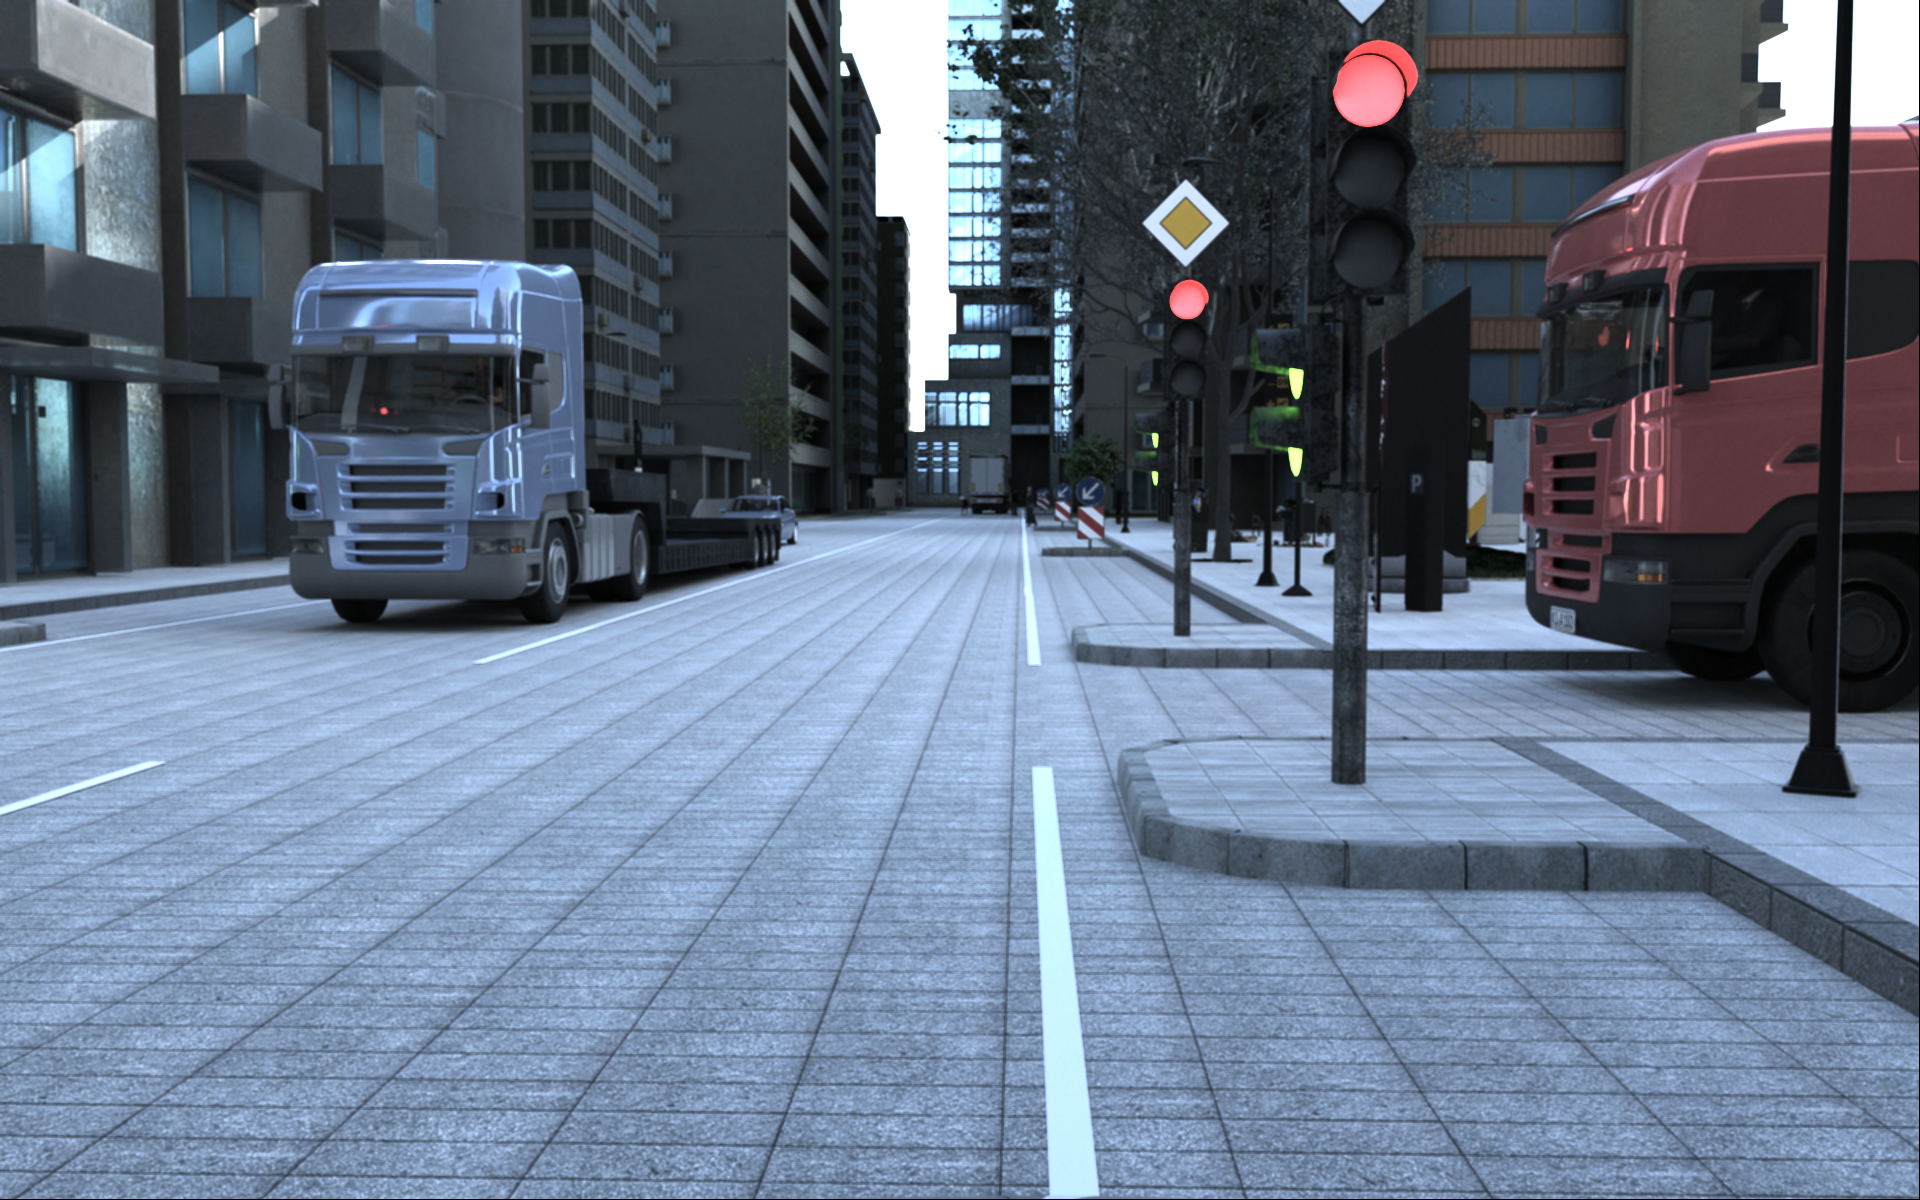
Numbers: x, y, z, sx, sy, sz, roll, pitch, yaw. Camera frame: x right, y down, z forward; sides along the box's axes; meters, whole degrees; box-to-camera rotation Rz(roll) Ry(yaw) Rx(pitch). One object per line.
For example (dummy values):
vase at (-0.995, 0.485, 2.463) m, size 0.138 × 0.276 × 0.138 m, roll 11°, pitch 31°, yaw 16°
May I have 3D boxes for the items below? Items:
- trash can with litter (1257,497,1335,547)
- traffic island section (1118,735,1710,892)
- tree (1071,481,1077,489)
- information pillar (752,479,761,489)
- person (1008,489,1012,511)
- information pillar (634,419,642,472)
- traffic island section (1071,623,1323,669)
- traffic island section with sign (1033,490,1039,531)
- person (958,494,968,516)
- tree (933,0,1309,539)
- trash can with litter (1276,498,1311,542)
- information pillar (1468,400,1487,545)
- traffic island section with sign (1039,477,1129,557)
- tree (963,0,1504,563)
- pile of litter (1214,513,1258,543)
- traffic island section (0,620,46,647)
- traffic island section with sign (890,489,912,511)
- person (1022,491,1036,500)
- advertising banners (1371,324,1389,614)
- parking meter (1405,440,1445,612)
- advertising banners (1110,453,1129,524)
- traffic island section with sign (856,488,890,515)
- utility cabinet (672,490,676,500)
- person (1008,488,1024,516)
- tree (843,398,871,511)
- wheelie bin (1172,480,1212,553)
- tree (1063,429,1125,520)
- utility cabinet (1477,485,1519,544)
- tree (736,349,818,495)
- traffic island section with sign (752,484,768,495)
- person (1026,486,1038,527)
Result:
trash can with litter at (8.272, -1.917, 42.405) m, size 1.678 × 1.210 × 2.233 m, roll -2°, pitch 4°, yaw -35°
traffic island section at (1.752, 0.891, 7.717) m, size 2.009 × 0.180 × 2.903 m, roll 0°, pitch 4°, yaw 2°
tree at (6.705, -6.042, 93.396) m, size 1.663 × 3.219 × 1.824 m, roll 0°, pitch 3°, yaw 0°
information pillar at (-9.713, -4.783, 82.692) m, size 0.304 × 2.012 × 0.304 m, roll 2°, pitch 4°, yaw 35°
person at (4.326, -8.526, 147.899) m, size 0.705 × 1.824 × 1.348 m, roll -1°, pitch 4°, yaw -16°
information pillar at (-10.079, -3.848, 54.276) m, size 0.183 × 3.616 × 0.504 m, roll 0°, pitch 4°, yaw 7°
traffic island section at (2.034, 0.403, 15.697) m, size 2.009 × 0.180 × 2.903 m, roll 0°, pitch 4°, yaw 2°
traffic island section with sign at (3.871, -3.595, 67.402) m, size 1.989 × 1.847 × 2.006 m, roll 0°, pitch 4°, yaw 2°
person at (0.181, -6.283, 114.423) m, size 0.799 × 1.438 × 0.628 m, roll 1°, pitch 4°, yaw 17°
tree at (5.477, -11.759, 48.154) m, size 12.611 × 20.169 × 13.585 m, roll 0°, pitch 3°, yaw 0°
trash can with litter at (9.002, -2.157, 46.647) m, size 0.624 × 1.170 × 1.055 m, roll 3°, pitch 4°, yaw 37°
information pillar at (12.867, -3.166, 43.113) m, size 0.504 × 3.616 × 0.183 m, roll -1°, pitch 4°, yaw -23°
traffic island section with sign at (2.912, -1.947, 40.463) m, size 1.989 × 1.847 × 2.006 m, roll 0°, pitch 4°, yaw 2°
tree at (5.081, -7.468, 32.465) m, size 12.009 × 13.543 × 11.850 m, roll 0°, pitch 3°, yaw 0°
pile of litter at (7.409, -1.990, 46.500) m, size 1.176 × 0.858 × 1.719 m, roll 1°, pitch 4°, yaw 11°
traffic island section at (-9.999, 0.376, 16.126) m, size 2.009 × 0.180 × 2.903 m, roll 0°, pitch 4°, yaw 2°
traffic island section with sign at (-5.089, -8.368, 145.437) m, size 1.989 × 1.847 × 2.006 m, roll 0°, pitch 4°, yaw 2°
person at (5.943, -8.614, 149.426) m, size 1.348 × 1.812 × 0.705 m, roll 2°, pitch 4°, yaw 26°
advertising banners at (4.591, -1.392, 18.944) m, size 0.090 × 3.025 × 2.074 m, roll 1°, pitch 4°, yaw 12°
parking meter at (5.094, -0.813, 19.003) m, size 0.255 × 1.863 × 0.399 m, roll -2°, pitch 4°, yaw -24°
advertising banners at (6.794, -4.754, 73.917) m, size 0.090 × 3.025 × 2.074 m, roll 2°, pitch 4°, yaw 28°
traffic island section with sign at (-6.049, -6.720, 118.499) m, size 1.989 × 1.847 × 2.006 m, roll 0°, pitch 4°, yaw 2°
utility cabinet at (-13.893, -4.594, 83.791) m, size 0.318 × 1.500 × 1.173 m, roll 0°, pitch 4°, yaw -6°
person at (3.631, -6.483, 114.504) m, size 1.348 × 1.822 × 0.705 m, roll -3°, pitch 4°, yaw -39°
tree at (-8.951, -11.126, 132.273) m, size 4.360 × 8.622 × 3.978 m, roll 0°, pitch 3°, yaw 0°
wheelie bin at (5.125, -1.858, 38.293) m, size 0.693 × 1.594 × 0.980 m, roll -2°, pitch 4°, yaw -29°
tree at (6.749, -6.345, 87.447) m, size 4.285 × 4.588 × 4.351 m, roll 0°, pitch 3°, yaw 0°
utility cabinet at (13.579, -2.155, 43.908) m, size 1.173 × 1.500 × 0.318 m, roll -1°, pitch 4°, yaw -16°
tree at (-9.657, -8.477, 88.955) m, size 4.737 × 8.622 × 4.395 m, roll 0°, pitch 3°, yaw 0°
traffic island section with sign at (-7.842, -3.623, 67.867) m, size 1.989 × 1.847 × 2.006 m, roll 0°, pitch 4°, yaw 2°
person at (3.089, -4.080, 75.629) m, size 0.534 × 1.772 × 0.576 m, roll -3°, pitch 5°, yaw -41°
